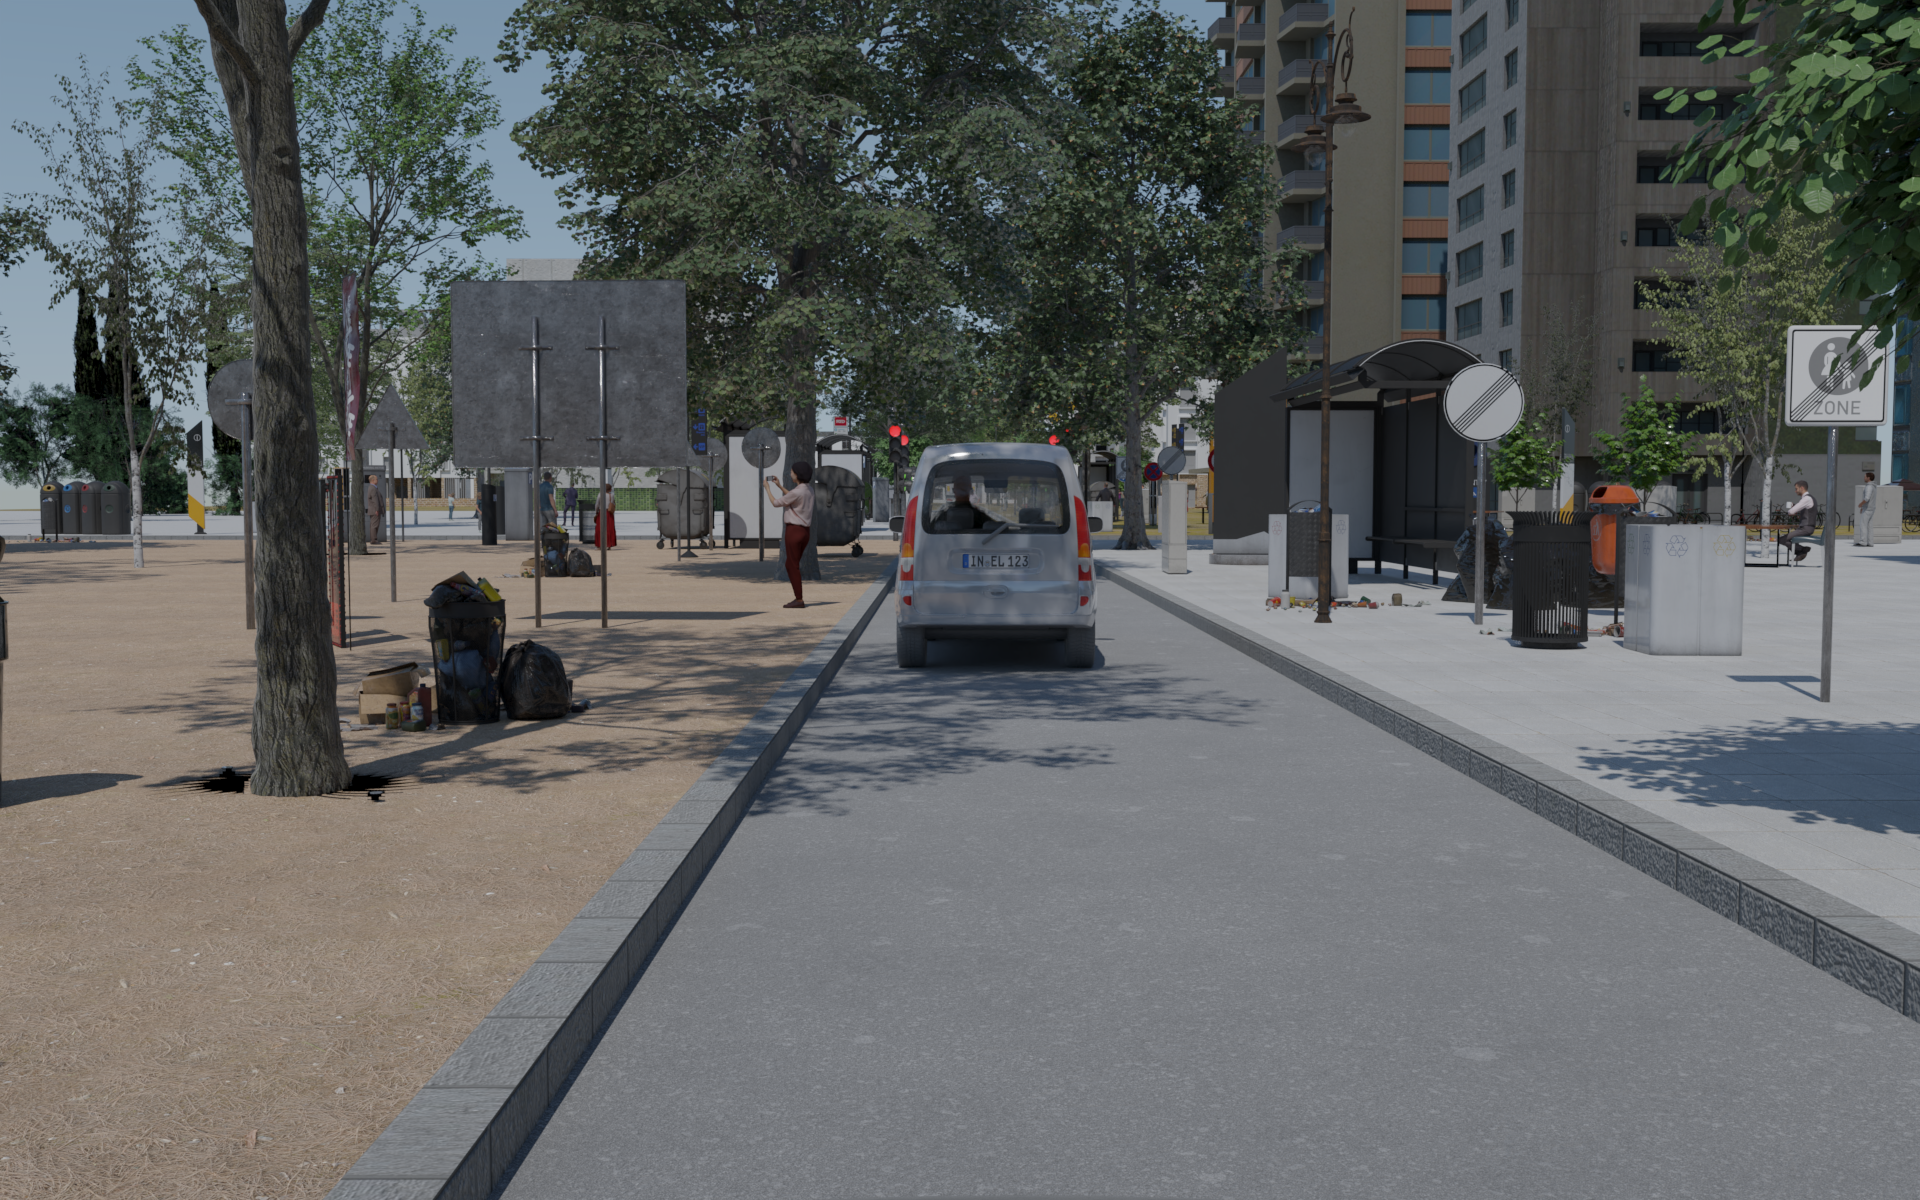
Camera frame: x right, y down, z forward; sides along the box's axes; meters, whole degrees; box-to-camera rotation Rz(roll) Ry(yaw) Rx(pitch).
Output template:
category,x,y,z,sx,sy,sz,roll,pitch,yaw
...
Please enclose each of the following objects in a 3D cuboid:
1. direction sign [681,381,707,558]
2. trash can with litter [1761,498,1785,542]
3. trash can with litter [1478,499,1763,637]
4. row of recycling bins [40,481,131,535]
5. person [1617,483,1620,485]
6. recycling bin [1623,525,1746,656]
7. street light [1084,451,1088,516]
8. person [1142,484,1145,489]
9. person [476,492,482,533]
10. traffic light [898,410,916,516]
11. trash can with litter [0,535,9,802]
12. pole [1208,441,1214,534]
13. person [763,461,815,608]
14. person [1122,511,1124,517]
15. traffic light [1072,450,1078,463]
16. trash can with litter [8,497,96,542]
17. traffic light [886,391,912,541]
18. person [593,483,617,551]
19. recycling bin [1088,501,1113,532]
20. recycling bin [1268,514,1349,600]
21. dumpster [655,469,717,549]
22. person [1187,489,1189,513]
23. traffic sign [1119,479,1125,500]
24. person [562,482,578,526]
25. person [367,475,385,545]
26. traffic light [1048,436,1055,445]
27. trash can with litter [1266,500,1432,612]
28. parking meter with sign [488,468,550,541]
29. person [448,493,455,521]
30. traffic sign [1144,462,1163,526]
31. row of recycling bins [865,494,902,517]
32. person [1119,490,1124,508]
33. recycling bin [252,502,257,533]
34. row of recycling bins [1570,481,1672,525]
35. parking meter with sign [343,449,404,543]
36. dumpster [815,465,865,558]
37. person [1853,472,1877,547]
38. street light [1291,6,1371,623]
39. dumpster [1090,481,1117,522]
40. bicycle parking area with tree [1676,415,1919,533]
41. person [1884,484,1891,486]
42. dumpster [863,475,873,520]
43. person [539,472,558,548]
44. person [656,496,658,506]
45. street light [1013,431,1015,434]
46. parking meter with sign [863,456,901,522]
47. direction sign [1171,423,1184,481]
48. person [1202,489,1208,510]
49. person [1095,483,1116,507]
category,x,y,z,sx,sy,sz,roll,pitch,yaw
direction sign,-5.480,-2.625,34.916,0.876,3.537,0.379,1,4,23
trash can with litter,21.871,-2.208,47.159,1.678,1.210,2.233,0,4,1
trash can with litter,5.880,-0.300,15.963,2.233,1.210,1.678,0,4,4
row of recycling bins,-27.791,-2.932,55.045,3.534,1.692,1.069,1,4,23
person,17.479,-2.359,46.321,0.593,1.614,0.444,2,4,35
recycling bin,5.865,-0.092,14.051,0.722,1.027,0.722,0,4,3
street light,3.375,-4.497,46.316,0.468,5.910,1.993,0,4,0
person,8.868,-4.815,85.217,0.568,1.767,0.683,2,4,25
person,-15.813,-2.901,57.387,0.340,1.345,0.435,0,4,6
traffic light,-1.767,-4.043,55.020,0.839,4.253,0.868,0,4,0
trash can with litter,-4.356,0.260,7.131,1.055,1.170,0.624,3,5,42
pole,8.028,-3.748,55.123,0.158,3.312,0.155,0,3,0
person,-1.915,-0.733,19.492,0.517,1.644,0.566,-2,4,-25
person,8.977,-5.229,94.764,0.776,1.435,0.726,1,4,11
traffic light,2.989,-3.557,47.071,0.839,4.253,0.868,0,4,0
trash can with litter,-24.127,-2.152,46.250,2.233,1.210,1.678,2,4,23
traffic light,-1.732,-3.554,47.035,0.839,4.253,0.868,0,4,0
person,-8.064,-1.886,39.339,0.523,1.526,0.387,-1,4,-9
recycling bin,4.753,-2.827,58.778,0.722,1.027,0.722,-1,4,-10
recycling bin,4.307,-0.542,21.415,0.722,1.027,0.722,-2,4,-35
dumpster,-6.455,-2.141,40.763,1.264,1.857,1.865,0,3,0
person,15.325,-6.708,117.424,0.444,1.614,0.593,2,4,30
traffic sign,6.958,-4.458,73.002,0.768,2.556,0.104,0,4,7
person,-15.715,-3.863,69.648,0.683,1.767,0.568,-2,4,-24
person,-14.824,-2.287,43.987,0.434,1.755,0.990,-1,4,-20
traffic light,2.954,-4.045,55.056,0.839,4.253,0.868,0,4,0
trash can with litter,4.374,-0.527,19.667,2.233,1.210,1.678,-1,4,-8
parking meter with sign,-12.103,-3.135,47.524,1.738,3.016,0.543,0,4,5
person,-24.487,-4.491,83.377,0.435,1.345,0.340,1,4,16
traffic sign,7.708,-4.218,69.078,0.768,2.556,0.104,0,4,5
row of recycling bins,-4.275,-5.635,99.243,3.534,1.692,1.069,-2,4,-30
person,14.219,-9.070,155.021,1.217,1.739,0.721,3,5,43
recycling bin,-23.141,-2.735,57.270,0.722,1.027,0.722,-2,4,-33
row of recycling bins,21.037,-2.960,55.513,3.534,1.692,1.069,2,4,34
parking meter with sign,-15.621,-3.036,45.894,1.738,3.016,0.543,-2,4,-33
dumpster,-2.617,-1.824,35.586,1.264,1.857,1.865,0,4,0
person,21.921,-2.186,41.934,0.789,1.805,0.875,3,5,43
street light,3.624,-2.711,17.106,0.468,5.910,1.993,0,4,0
dumpster,6.472,-4.475,78.931,1.264,1.857,1.865,0,4,0
bicycle parking area with tree,29.033,-4.498,60.551,9.016,4.147,8.231,0,4,6
person,28.480,-2.694,53.249,0.576,1.737,0.504,-2,4,-24
dumpster,-5.011,-5.091,85.726,1.502,2.255,1.985,0,3,0
person,-9.697,-2.124,40.905,0.434,1.807,0.598,-3,5,-39
person,-13.623,-4.453,79.396,0.434,1.755,0.990,2,4,23
street light,3.196,-7.799,100.297,0.468,5.910,1.993,0,4,0
parking meter with sign,-3.581,-5.055,78.912,1.738,3.016,0.543,-1,4,-21
direction sign,7.027,-3.911,55.947,0.379,3.537,0.876,-1,4,-19
person,19.678,-8.009,137.713,0.721,1.736,1.217,-2,4,-32
person,5.949,-3.953,71.222,0.990,1.755,0.434,-1,4,-17
